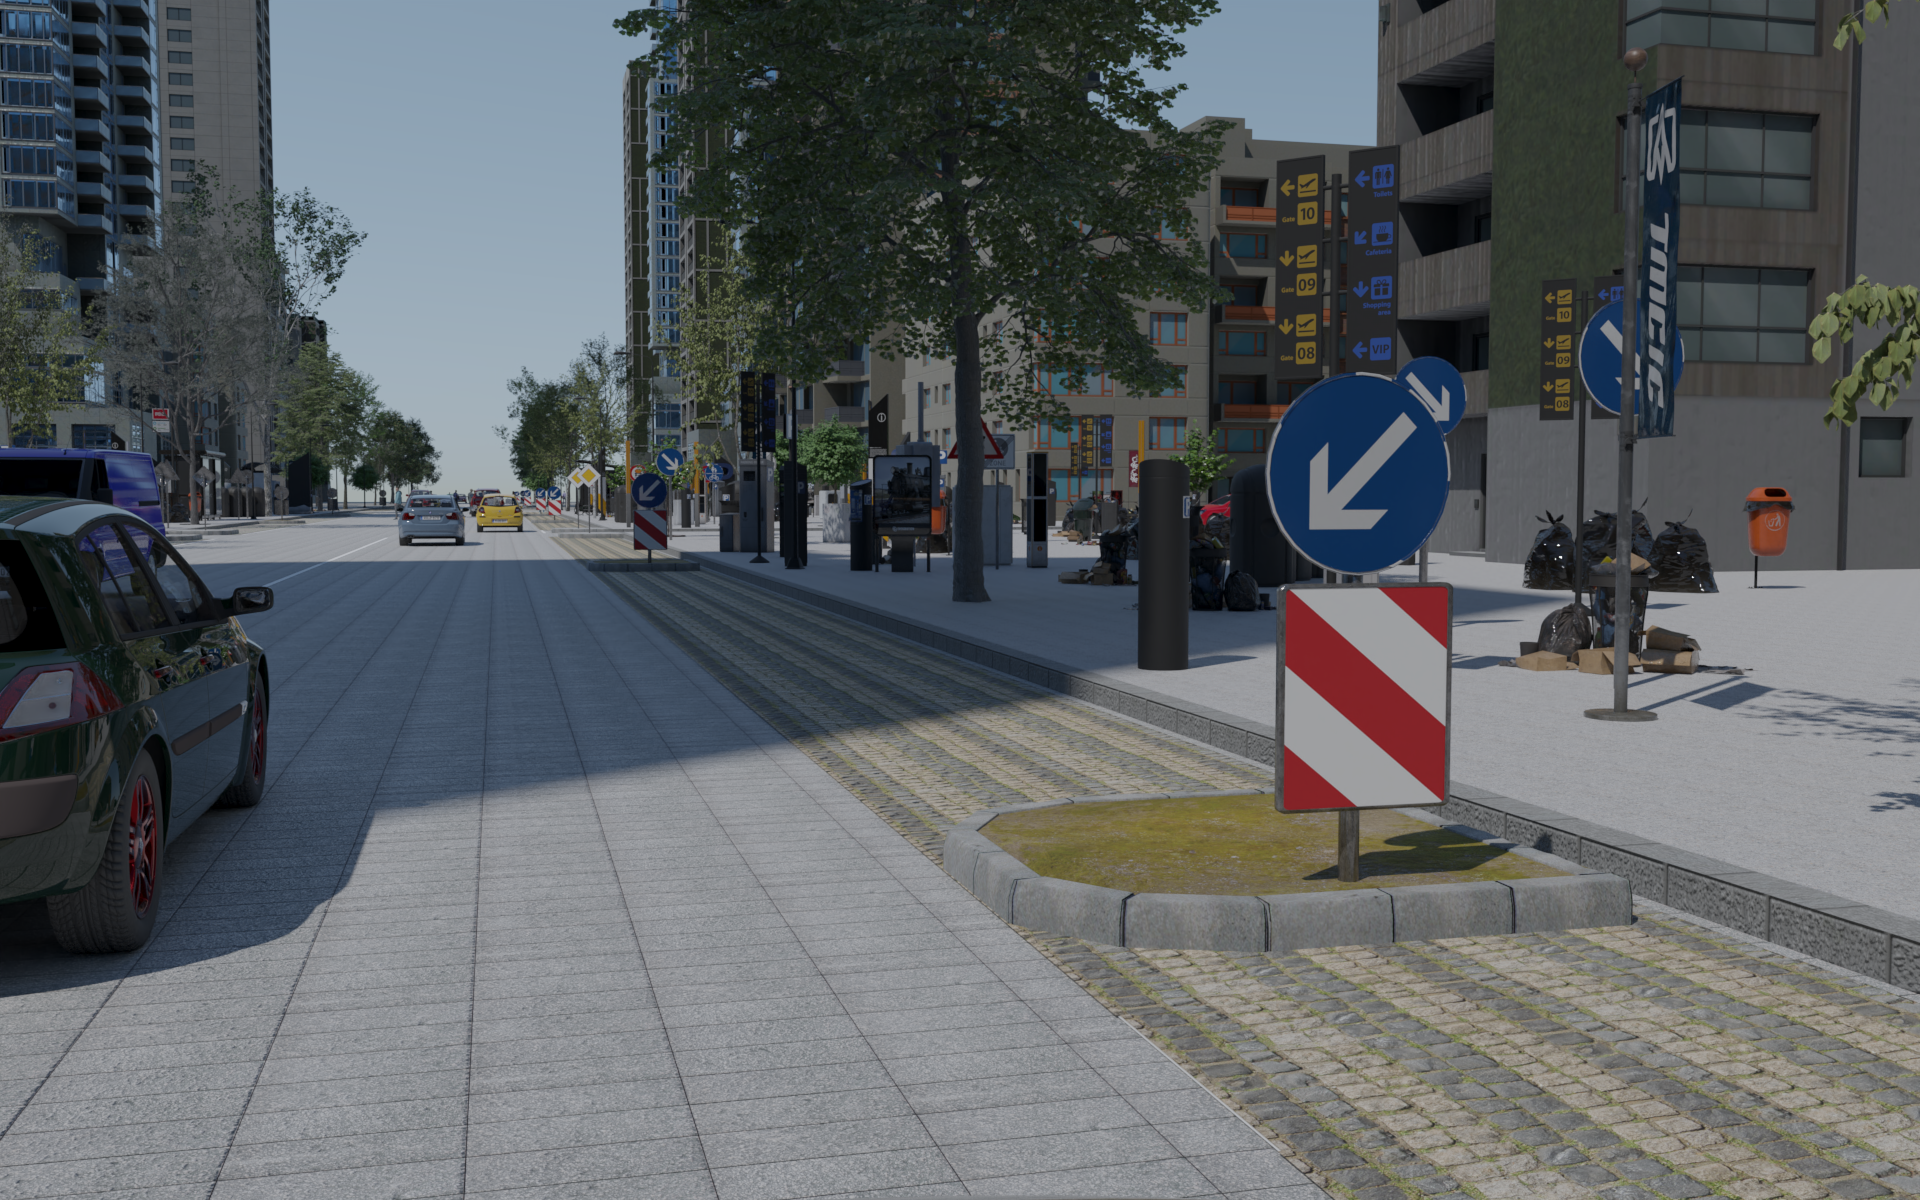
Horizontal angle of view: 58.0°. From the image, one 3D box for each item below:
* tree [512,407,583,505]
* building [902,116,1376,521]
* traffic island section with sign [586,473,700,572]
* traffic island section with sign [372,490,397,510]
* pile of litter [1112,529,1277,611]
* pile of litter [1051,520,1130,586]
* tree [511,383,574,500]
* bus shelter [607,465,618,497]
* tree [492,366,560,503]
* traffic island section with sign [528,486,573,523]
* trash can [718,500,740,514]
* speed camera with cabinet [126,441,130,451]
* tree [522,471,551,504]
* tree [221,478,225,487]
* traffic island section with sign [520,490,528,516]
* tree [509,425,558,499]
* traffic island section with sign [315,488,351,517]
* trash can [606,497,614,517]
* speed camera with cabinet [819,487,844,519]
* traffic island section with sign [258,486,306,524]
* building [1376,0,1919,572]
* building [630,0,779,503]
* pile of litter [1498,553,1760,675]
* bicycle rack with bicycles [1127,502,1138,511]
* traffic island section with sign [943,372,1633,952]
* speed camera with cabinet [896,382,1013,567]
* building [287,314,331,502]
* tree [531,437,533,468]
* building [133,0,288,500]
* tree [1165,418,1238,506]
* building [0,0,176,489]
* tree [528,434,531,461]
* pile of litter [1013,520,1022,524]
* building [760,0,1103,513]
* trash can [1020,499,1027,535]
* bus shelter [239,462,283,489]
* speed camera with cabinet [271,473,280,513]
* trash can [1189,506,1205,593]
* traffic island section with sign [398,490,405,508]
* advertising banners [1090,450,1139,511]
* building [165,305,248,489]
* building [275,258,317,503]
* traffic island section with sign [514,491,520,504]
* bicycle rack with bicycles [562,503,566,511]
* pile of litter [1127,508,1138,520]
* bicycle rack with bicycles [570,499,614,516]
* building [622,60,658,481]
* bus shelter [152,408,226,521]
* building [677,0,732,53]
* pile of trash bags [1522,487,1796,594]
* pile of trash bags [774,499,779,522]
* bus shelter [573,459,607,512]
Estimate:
[{"bbox_3d":[-46.190,-16.452,194.742,9.928,11.665,9.643,0,3,0],"label":"tree"},{"bbox_3d":[13.922,-15.486,98.238,28.899,21.520,27.650,-1,4,-15],"label":"building"},{"bbox_3d":[-6.024,-1.471,32.674,1.989,1.847,2.006,-1,4,-15],"label":"traffic island section with sign"},{"bbox_3d":[-52.571,-9.133,157.945,1.989,1.847,2.006,-1,4,-15],"label":"traffic island section with sign"},{"bbox_3d":[2.706,-0.328,19.336,1.719,0.858,1.176,1,4,19],"label":"pile of litter"},{"bbox_3d":[1.995,-0.663,24.807,1.176,0.858,1.719,0,4,-4],"label":"pile of litter"},{"bbox_3d":[-42.128,-15.854,177.337,7.486,12.596,7.792,0,3,0],"label":"tree"},{"bbox_3d":[-27.480,-8.834,135.718,1.731,3.624,6.357,-1,4,-15],"label":"bus shelter"},{"bbox_3d":[-62.188,-24.370,254.338,12.611,20.169,13.585,0,3,0],"label":"tree"},{"bbox_3d":[-20.167,-4.705,85.562,1.989,1.847,2.006,-1,4,-15],"label":"traffic island section with sign"},{"bbox_3d":[-5.103,-1.689,39.266,0.748,1.137,0.748,0,3,0],"label":"trash can"},{"bbox_3d":[-31.651,-4.295,64.558,2.038,3.252,0.660,-3,5,-40],"label":"speed camera with cabinet"},{"bbox_3d":[-56.463,-15.368,234.974,4.285,4.588,4.351,0,3,0],"label":"tree"},{"bbox_3d":[-48.901,-7.299,113.940,1.663,3.219,1.824,0,3,0],"label":"tree"},{"bbox_3d":[-27.264,-6.330,112.125,1.989,1.847,2.006,-1,4,-15],"label":"traffic island section with sign"},{"bbox_3d":[-67.660,-22.594,276.069,9.857,13.997,8.962,0,3,0],"label":"tree"},{"bbox_3d":[-39.610,-6.166,109.440,1.989,1.847,2.006,-1,4,-15],"label":"traffic island section with sign"},{"bbox_3d":[-19.393,-5.192,96.547,0.748,1.137,0.748,0,3,0],"label":"trash can"},{"bbox_3d":[-6.281,-5.801,89.175,2.038,3.252,0.660,-3,5,-43],"label":"speed camera with cabinet"},{"bbox_3d":[-32.638,-4.573,83.398,1.989,1.847,2.006,-1,4,-15],"label":"traffic island section with sign"},{"bbox_3d":[16.179,-16.146,35.685,14.160,30.474,14.107,-1,4,-15],"label":"building"},{"bbox_3d":[-38.409,-58.026,261.402,22.319,86.520,31.000,-1,4,-15],"label":"building"},{"bbox_3d":[4.881,0.079,12.672,1.719,0.858,1.176,2,4,31],"label":"pile of litter"},{"bbox_3d":[13.924,-7.740,139.937,2.852,0.926,2.925,2,4,28],"label":"bicycle rack with bicycles"},{"bbox_3d":[1.006,0.138,6.371,1.989,1.847,2.006,-1,4,-15],"label":"traffic island section with sign"},{"bbox_3d":[-0.098,-2.243,31.009,2.038,3.252,0.660,-1,4,-18],"label":"speed camera with cabinet"},{"bbox_3d":[-108.211,-30.773,274.841,14.160,30.474,14.107,-1,4,-15],"label":"building"},{"bbox_3d":[-32.973,-11.937,145.536,4.737,8.622,4.395,0,3,0],"label":"tree"},{"bbox_3d":[-100.552,-48.498,231.195,20.563,71.187,20.611,-1,4,-15],"label":"building"},{"bbox_3d":[5.952,-3.028,44.112,1.663,3.219,1.824,0,3,0],"label":"tree"},{"bbox_3d":[-77.058,-50.585,139.738,22.319,86.520,31.000,-1,4,-15],"label":"building"},{"bbox_3d":[-39.462,-13.257,167.107,4.737,8.622,4.395,0,3,0],"label":"tree"},{"bbox_3d":[1.950,-3.680,74.132,1.176,0.858,1.719,-2,4,-31],"label":"pile of litter"},{"bbox_3d":[-2.610,-28.792,125.368,22.147,44.769,28.867,-1,4,-15],"label":"building"},{"bbox_3d":[2.244,-2.635,54.735,0.748,1.137,0.748,0,3,0],"label":"trash can"},{"bbox_3d":[-45.126,-7.216,111.905,2.014,3.302,5.546,-1,4,-15],"label":"bus shelter"},{"bbox_3d":[-46.580,-7.476,116.560,0.660,3.252,2.038,1,4,11],"label":"speed camera with cabinet"},{"bbox_3d":[2.618,-0.584,21.207,0.748,1.137,0.748,0,3,0],"label":"trash can"},{"bbox_3d":[-59.539,-10.725,183.988,1.989,1.847,2.006,-1,4,-15],"label":"traffic island section with sign"},{"bbox_3d":[6.219,-4.458,69.077,2.074,3.025,0.090,0,4,-3],"label":"advertising banners"},{"bbox_3d":[-86.982,-19.901,170.422,27.650,21.520,28.899,-1,4,-15],"label":"building"},{"bbox_3d":[-112.076,-34.326,253.111,32.217,40.220,23.993,-1,4,-15],"label":"building"},{"bbox_3d":[-40.168,-9.282,160.388,1.989,1.847,2.006,-1,4,-15],"label":"traffic island section with sign"},{"bbox_3d":[-29.614,-7.373,133.933,2.852,0.926,2.925,-1,4,-20],"label":"bicycle rack with bicycles"},{"bbox_3d":[5.630,-2.424,53.595,1.176,0.858,1.719,1,4,19],"label":"pile of litter"},{"bbox_3d":[-21.804,-5.564,104.360,2.925,0.926,2.852,0,3,0],"label":"bicycle rack with bicycles"},{"bbox_3d":[-46.640,-51.901,286.830,20.563,71.187,20.611,-1,4,-15],"label":"building"},{"bbox_3d":[-37.239,-6.479,83.558,2.179,5.291,8.768,-1,4,-15],"label":"bus shelter"},{"bbox_3d":[-22.115,-46.119,192.292,20.563,71.187,20.611,-1,4,-15],"label":"building"},{"bbox_3d":[9.444,-0.820,23.159,3.447,1.369,1.912,0,4,-5],"label":"pile of trash bags"},{"bbox_3d":[-8.389,-4.300,80.064,1.912,1.369,3.447,-1,4,-23],"label":"pile of trash bags"},{"bbox_3d":[-25.814,-7.891,120.296,1.731,3.624,6.357,-1,4,-15],"label":"bus shelter"}]
